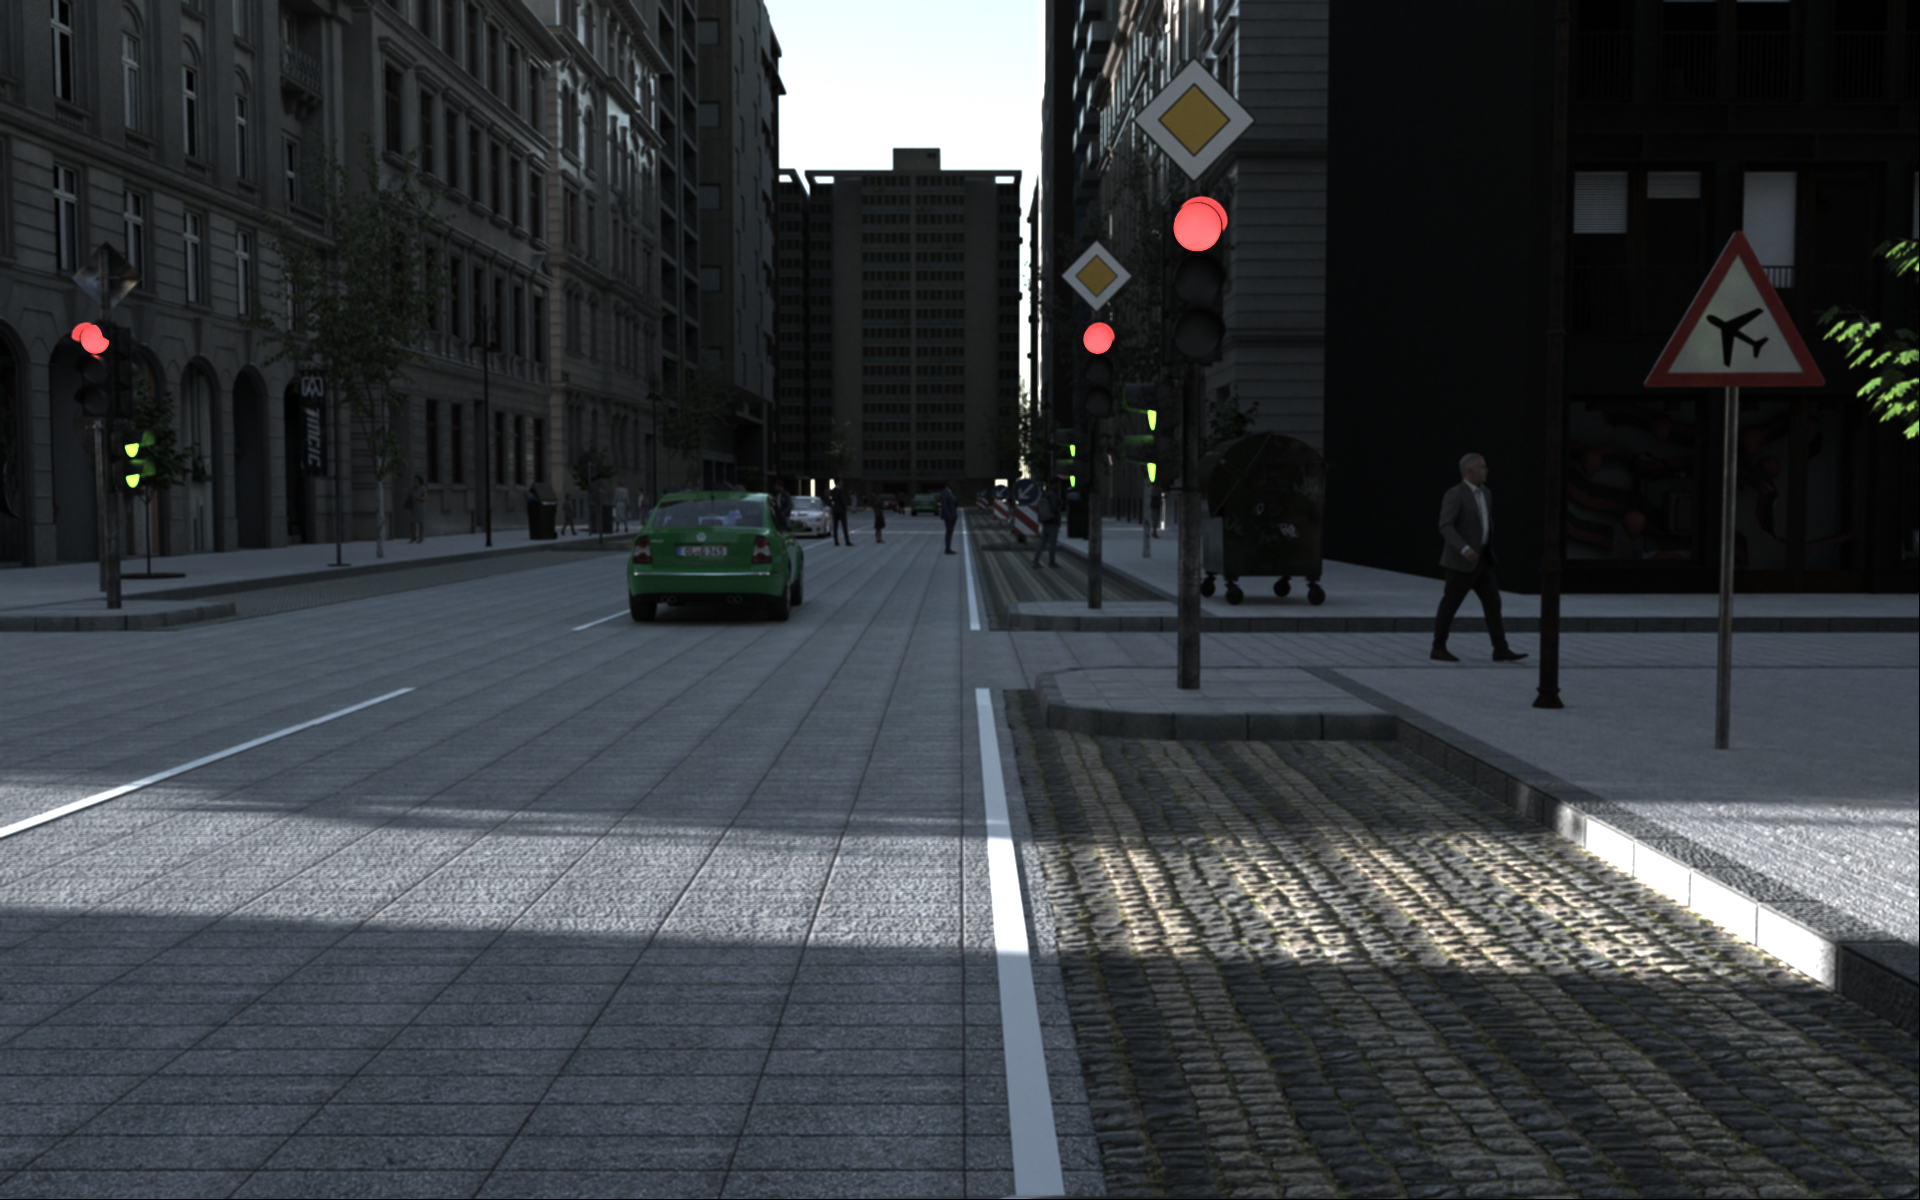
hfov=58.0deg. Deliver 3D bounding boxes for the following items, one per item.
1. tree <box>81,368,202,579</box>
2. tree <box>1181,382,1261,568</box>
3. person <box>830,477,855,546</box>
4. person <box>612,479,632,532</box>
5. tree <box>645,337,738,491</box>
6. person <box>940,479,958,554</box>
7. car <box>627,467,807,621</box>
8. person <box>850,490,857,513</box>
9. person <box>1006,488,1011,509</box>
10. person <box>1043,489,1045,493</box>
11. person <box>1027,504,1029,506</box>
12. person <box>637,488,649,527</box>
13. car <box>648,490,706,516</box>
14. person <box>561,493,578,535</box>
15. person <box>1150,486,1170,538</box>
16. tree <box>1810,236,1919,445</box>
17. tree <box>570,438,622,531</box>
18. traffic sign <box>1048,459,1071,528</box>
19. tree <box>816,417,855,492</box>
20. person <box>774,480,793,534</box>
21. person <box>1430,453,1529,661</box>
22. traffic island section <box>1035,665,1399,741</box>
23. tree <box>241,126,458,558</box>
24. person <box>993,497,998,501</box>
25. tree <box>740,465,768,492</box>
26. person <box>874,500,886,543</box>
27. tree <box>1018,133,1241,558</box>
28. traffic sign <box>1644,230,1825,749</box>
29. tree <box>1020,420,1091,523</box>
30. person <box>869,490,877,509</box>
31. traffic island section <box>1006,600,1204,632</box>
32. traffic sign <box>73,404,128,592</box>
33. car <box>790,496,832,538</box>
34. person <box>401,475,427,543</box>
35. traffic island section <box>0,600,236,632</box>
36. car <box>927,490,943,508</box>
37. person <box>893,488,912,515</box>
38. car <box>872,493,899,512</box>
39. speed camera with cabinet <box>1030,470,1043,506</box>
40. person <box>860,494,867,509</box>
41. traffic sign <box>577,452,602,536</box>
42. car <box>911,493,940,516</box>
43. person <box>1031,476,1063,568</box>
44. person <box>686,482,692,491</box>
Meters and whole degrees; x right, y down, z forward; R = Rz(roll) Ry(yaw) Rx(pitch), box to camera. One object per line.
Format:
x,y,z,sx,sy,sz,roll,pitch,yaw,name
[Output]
-12.407,-1.960,26.650,1.663,3.219,1.824,0,3,0,tree
4.740,-2.164,29.988,1.663,3.219,1.824,0,3,0,tree
-3.307,-2.460,48.080,0.648,1.900,0.474,3,4,37,person
-11.342,-3.148,57.872,0.694,1.780,0.624,-1,4,-22,person
-12.440,-7.959,80.486,4.737,8.622,4.395,0,3,0,tree
-0.265,-2.007,41.492,0.419,1.800,0.721,1,4,12,person
-2.862,-0.741,20.914,1.959,1.807,4.718,0,4,-2,car
-7.947,-7.344,129.242,0.551,1.740,0.621,0,4,-2,person
3.786,-7.927,136.312,0.551,1.740,0.621,3,4,36,person
4.347,-5.430,95.626,0.742,1.727,0.445,-1,4,-22,person
3.782,-5.697,100.018,1.217,1.723,0.721,-2,4,-28,person
-12.369,-3.589,67.313,0.523,1.515,0.503,-2,4,-35,person
-5.600,-1.672,36.937,1.945,1.707,3.694,0,4,0,car
-12.216,-2.670,53.968,0.475,1.303,0.640,2,4,29,person
5.781,-2.709,50.690,0.532,1.782,0.716,2,4,32,person
4.448,-0.734,6.601,1.663,3.219,1.824,0,3,0,tree
-12.846,-4.022,60.363,1.663,3.219,1.824,0,3,0,tree
3.714,-3.943,64.474,0.884,2.594,0.081,1,4,8,traffic sign
-11.653,-13.132,165.065,4.737,8.622,4.395,0,3,0,tree
-4.395,-2.087,42.970,0.623,1.781,0.721,2,4,34,person
4.413,-0.358,14.757,0.834,1.777,0.661,3,5,43,person
1.532,0.663,11.446,2.009,0.180,2.903,0,3,0,traffic island section
-11.811,-5.143,34.445,4.737,8.622,4.395,0,3,0,tree
3.487,-9.755,166.051,0.721,1.766,1.217,2,4,26,person
-12.552,-6.675,103.733,1.663,3.219,1.824,0,3,0,tree
-2.356,-2.311,50.956,0.373,1.253,0.362,-3,5,-43,person
3.600,-5.167,34.848,4.360,8.622,3.978,0,3,0,tree
3.840,-0.529,8.653,0.884,2.594,0.081,0,4,1,traffic sign
4.346,-5.666,76.360,4.285,4.588,4.351,0,3,0,tree
-8.208,-9.532,164.352,0.705,1.824,1.348,3,5,41,person
1.534,0.174,19.431,2.009,0.180,2.903,0,3,0,traffic island section
-11.224,-1.377,22.618,0.768,2.556,0.104,1,4,8,traffic sign
-5.276,-2.758,57.458,2.083,1.381,4.827,0,4,-1,car
-14.340,-2.387,45.426,0.716,1.782,0.532,1,4,23,person
-9.508,0.174,19.438,2.009,0.180,2.903,0,3,0,traffic island section
-1.917,-8.391,145.864,2.281,1.827,5.304,0,4,1,car
-4.044,-6.847,120.459,1.348,1.823,0.705,1,4,11,person
-5.865,-7.887,137.993,2.155,1.783,4.494,0,4,1,car
3.563,-5.264,80.397,0.660,3.252,2.038,0,4,3,speed camera with cabinet
-9.058,-9.221,162.497,0.697,1.427,0.421,0,4,-3,person
-11.243,-3.208,52.564,0.768,2.556,0.104,0,4,7,traffic sign
-2.284,-6.467,114.534,1.959,1.807,4.718,0,4,1,car
1.734,-1.488,33.176,0.721,1.781,0.623,-2,4,-35,person
-11.506,-4.103,73.472,0.624,1.780,0.694,0,4,-2,person
